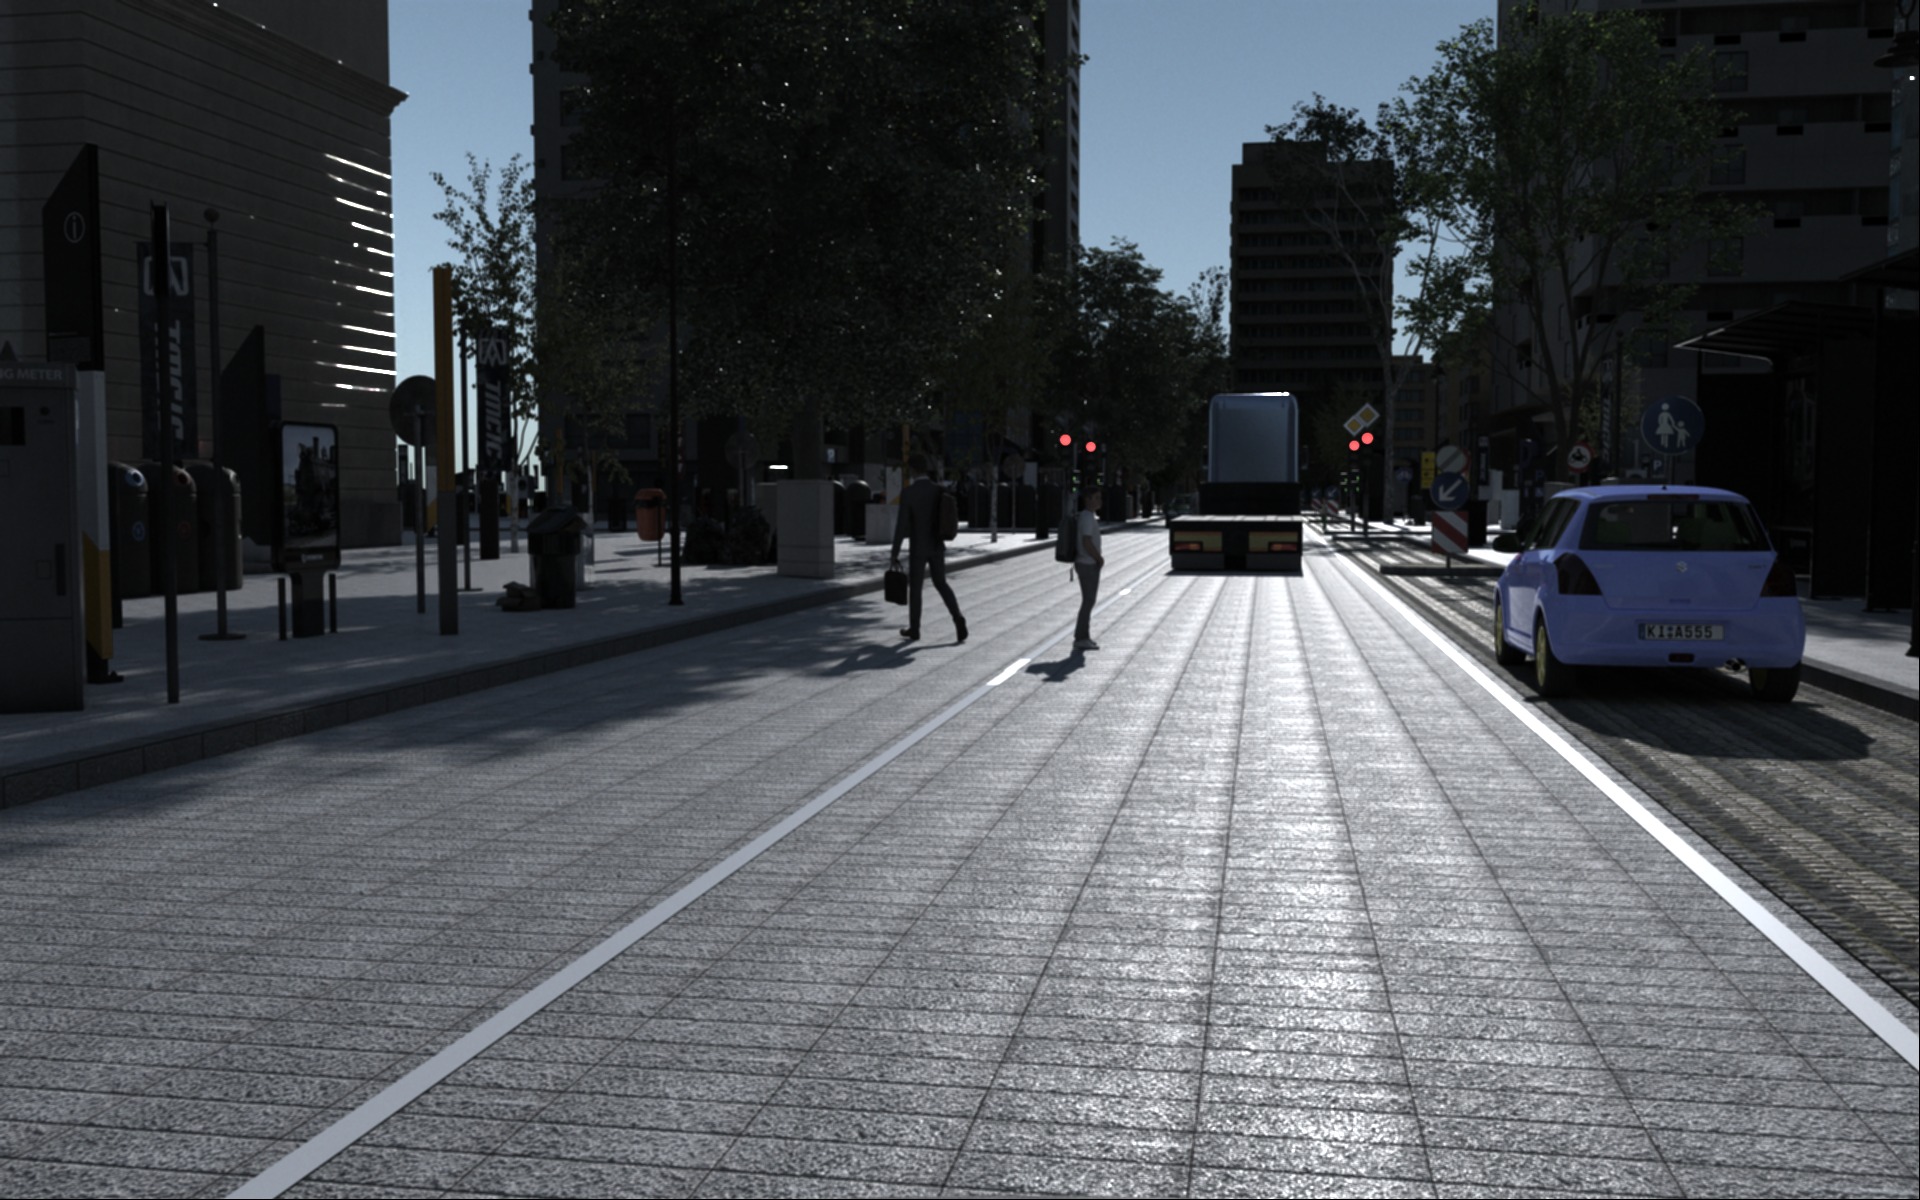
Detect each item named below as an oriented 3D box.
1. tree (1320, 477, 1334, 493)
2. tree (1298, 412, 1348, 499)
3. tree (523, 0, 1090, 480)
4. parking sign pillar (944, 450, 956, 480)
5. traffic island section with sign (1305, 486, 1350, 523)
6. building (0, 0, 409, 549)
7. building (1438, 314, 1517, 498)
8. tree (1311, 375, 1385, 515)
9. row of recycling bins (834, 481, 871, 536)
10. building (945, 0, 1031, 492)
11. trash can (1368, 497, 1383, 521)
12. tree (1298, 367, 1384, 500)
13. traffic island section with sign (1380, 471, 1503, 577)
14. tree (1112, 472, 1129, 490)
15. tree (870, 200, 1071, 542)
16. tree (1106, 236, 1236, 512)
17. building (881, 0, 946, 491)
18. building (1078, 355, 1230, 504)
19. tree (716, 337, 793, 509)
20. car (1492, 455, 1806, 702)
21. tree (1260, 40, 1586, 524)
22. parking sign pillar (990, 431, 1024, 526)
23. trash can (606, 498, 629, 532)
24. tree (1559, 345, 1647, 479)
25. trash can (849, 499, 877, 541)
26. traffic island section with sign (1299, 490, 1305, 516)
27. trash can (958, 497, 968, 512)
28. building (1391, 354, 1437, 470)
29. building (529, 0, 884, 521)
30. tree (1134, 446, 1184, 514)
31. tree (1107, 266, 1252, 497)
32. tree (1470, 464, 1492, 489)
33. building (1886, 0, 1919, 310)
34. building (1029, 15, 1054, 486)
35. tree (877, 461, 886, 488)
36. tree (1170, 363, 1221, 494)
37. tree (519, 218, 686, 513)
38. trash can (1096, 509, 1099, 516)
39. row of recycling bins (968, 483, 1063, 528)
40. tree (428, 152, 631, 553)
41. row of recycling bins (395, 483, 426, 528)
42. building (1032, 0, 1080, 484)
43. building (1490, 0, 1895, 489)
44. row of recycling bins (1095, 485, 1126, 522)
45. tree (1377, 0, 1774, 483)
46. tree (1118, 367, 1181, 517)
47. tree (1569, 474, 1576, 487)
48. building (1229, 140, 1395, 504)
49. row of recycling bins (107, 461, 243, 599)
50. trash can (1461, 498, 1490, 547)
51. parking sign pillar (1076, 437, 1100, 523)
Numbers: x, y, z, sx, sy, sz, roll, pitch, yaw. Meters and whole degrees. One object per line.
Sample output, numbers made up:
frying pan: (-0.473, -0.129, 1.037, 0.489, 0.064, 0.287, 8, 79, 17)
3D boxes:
tree: (37.318, -11.082, 175.791, 1.663, 3.219, 1.824, 0, 3, 0)
tree: (43.758, -17.880, 210.468, 7.486, 12.596, 7.792, 0, 3, 0)
tree: (-2.503, -7.451, 28.476, 9.857, 13.997, 8.962, 0, 3, 0)
parking sign pillar: (-0.574, -6.874, 100.855, 1.447, 3.967, 1.447, 1, 4, 12)
traffic island section with sign: (18.195, -4.692, 85.345, 1.989, 1.847, 2.006, 1, 4, 10)
building: (-26.868, -14.787, 39.028, 25.104, 27.353, 12.463, 1, 4, 10)
building: (64.496, -20.265, 176.371, 27.650, 21.520, 28.899, 1, 4, 10)
tree: (23.632, -9.485, 105.446, 4.737, 8.622, 4.395, 0, 3, 0)
row of recycling bins: (-4.269, -2.890, 54.359, 3.534, 1.692, 1.069, 2, 4, 34)
building: (-1.869, -30.376, 146.750, 14.600, 45.320, 14.200, 1, 4, 10)
trash can: (21.956, -4.873, 91.319, 0.748, 1.137, 0.748, 0, 3, 0)
tree: (27.356, -11.746, 126.456, 8.767, 10.594, 7.601, -2, 4, -30)
traffic island section with sign: (8.549, -1.363, 30.911, 1.989, 1.847, 2.006, 1, 4, 10)
tree: (12.302, -8.565, 134.645, 1.663, 3.219, 1.824, 0, 3, 0)
tree: (-0.322, -5.364, 38.068, 4.737, 8.622, 4.395, 0, 3, 0)
tree: (7.454, -10.941, 85.543, 9.857, 13.997, 8.962, 0, 3, 0)
building: (-13.400, -30.420, 121.063, 21.300, 48.544, 21.600, 1, 4, 10)
building: (24.016, -24.664, 248.297, 28.899, 21.520, 27.650, 1, 4, 10)
tree: (-8.856, -7.676, 75.861, 4.737, 8.622, 4.395, 0, 3, 0)
car: (5.132, -0.226, 13.279, 1.945, 1.707, 3.694, 1, 4, 10)
tree: (19.342, -13.239, 72.339, 12.611, 20.169, 13.585, 0, 3, 0)
parking sign pillar: (1.904, -4.983, 69.947, 1.447, 3.967, 1.447, 1, 4, 12)
trash can: (-11.494, -2.841, 58.103, 0.748, 1.137, 0.748, 0, 3, 0)
tree: (31.585, -8.220, 84.757, 4.360, 8.622, 3.978, 0, 3, 0)
trash can: (-2.658, -2.188, 47.426, 0.748, 1.137, 0.748, 0, 3, 0)
traffic island section with sign: (22.979, -6.351, 112.461, 1.989, 1.847, 2.006, 1, 4, 10)
trash can: (0.182, -4.695, 88.421, 0.748, 1.137, 0.748, 0, 3, 0)
building: (73.851, -24.165, 240.130, 28.899, 21.520, 27.650, 1, 4, 10)
building: (-12.203, -19.313, 87.465, 14.160, 30.474, 14.107, 1, 4, 10)
tree: (12.990, -7.970, 114.016, 4.285, 4.588, 4.351, 0, 3, 0)
tree: (19.191, -17.569, 143.135, 12.611, 20.169, 13.585, 0, 3, 0)
tree: (29.802, -6.320, 97.929, 1.663, 3.219, 1.824, 0, 3, 0)
building: (95.912, -33.874, 173.455, 30.456, 49.044, 23.786, 1, 4, 10)
building: (-1.653, -44.399, 164.175, 20.563, 71.187, 20.611, 1, 4, 10)
tree: (-3.299, -5.774, 89.006, 1.663, 3.219, 1.824, 0, 3, 0)
tree: (20.727, -15.108, 157.383, 12.009, 13.543, 11.850, 0, 3, 0)
tree: (-9.849, -5.908, 46.954, 4.360, 8.622, 3.978, 0, 3, 0)
trash can: (8.112, -5.392, 99.810, 0.748, 1.137, 0.748, 0, 3, 0)
row of recycling bins: (2.059, -3.573, 65.528, 3.534, 1.692, 1.069, 0, 4, 1)
tree: (-9.596, -5.336, 37.610, 4.737, 8.622, 4.395, 0, 3, 0)
row of recycling bins: (-21.643, -3.725, 68.016, 1.069, 1.692, 3.534, -1, 4, -22)
building: (-1.270, -39.727, 191.543, 28.212, 58.520, 21.231, 1, 4, 10)
building: (60.971, -34.138, 147.396, 28.713, 52.752, 27.495, 1, 4, 10)
row of recycling bins: (7.203, -4.541, 81.360, 1.069, 1.692, 3.534, 0, 4, -3)
tree: (12.566, -6.725, 35.715, 9.928, 11.665, 9.643, 0, 3, 0)
tree: (10.344, -9.018, 97.806, 4.360, 8.622, 3.978, 0, 3, 0)
tree: (31.087, -5.826, 89.859, 1.663, 3.219, 1.824, 0, 3, 0)
building: (48.372, -37.707, 240.218, 21.600, 48.544, 21.300, 1, 4, 10)
row of recycling bins: (-10.390, -0.902, 21.859, 1.069, 1.692, 3.534, 1, 4, 11)
trash can: (12.610, -1.886, 42.482, 0.748, 1.137, 0.748, 0, 3, 0)
parking sign pillar: (5.549, -5.433, 77.294, 1.447, 3.967, 1.447, 2, 4, 28)
